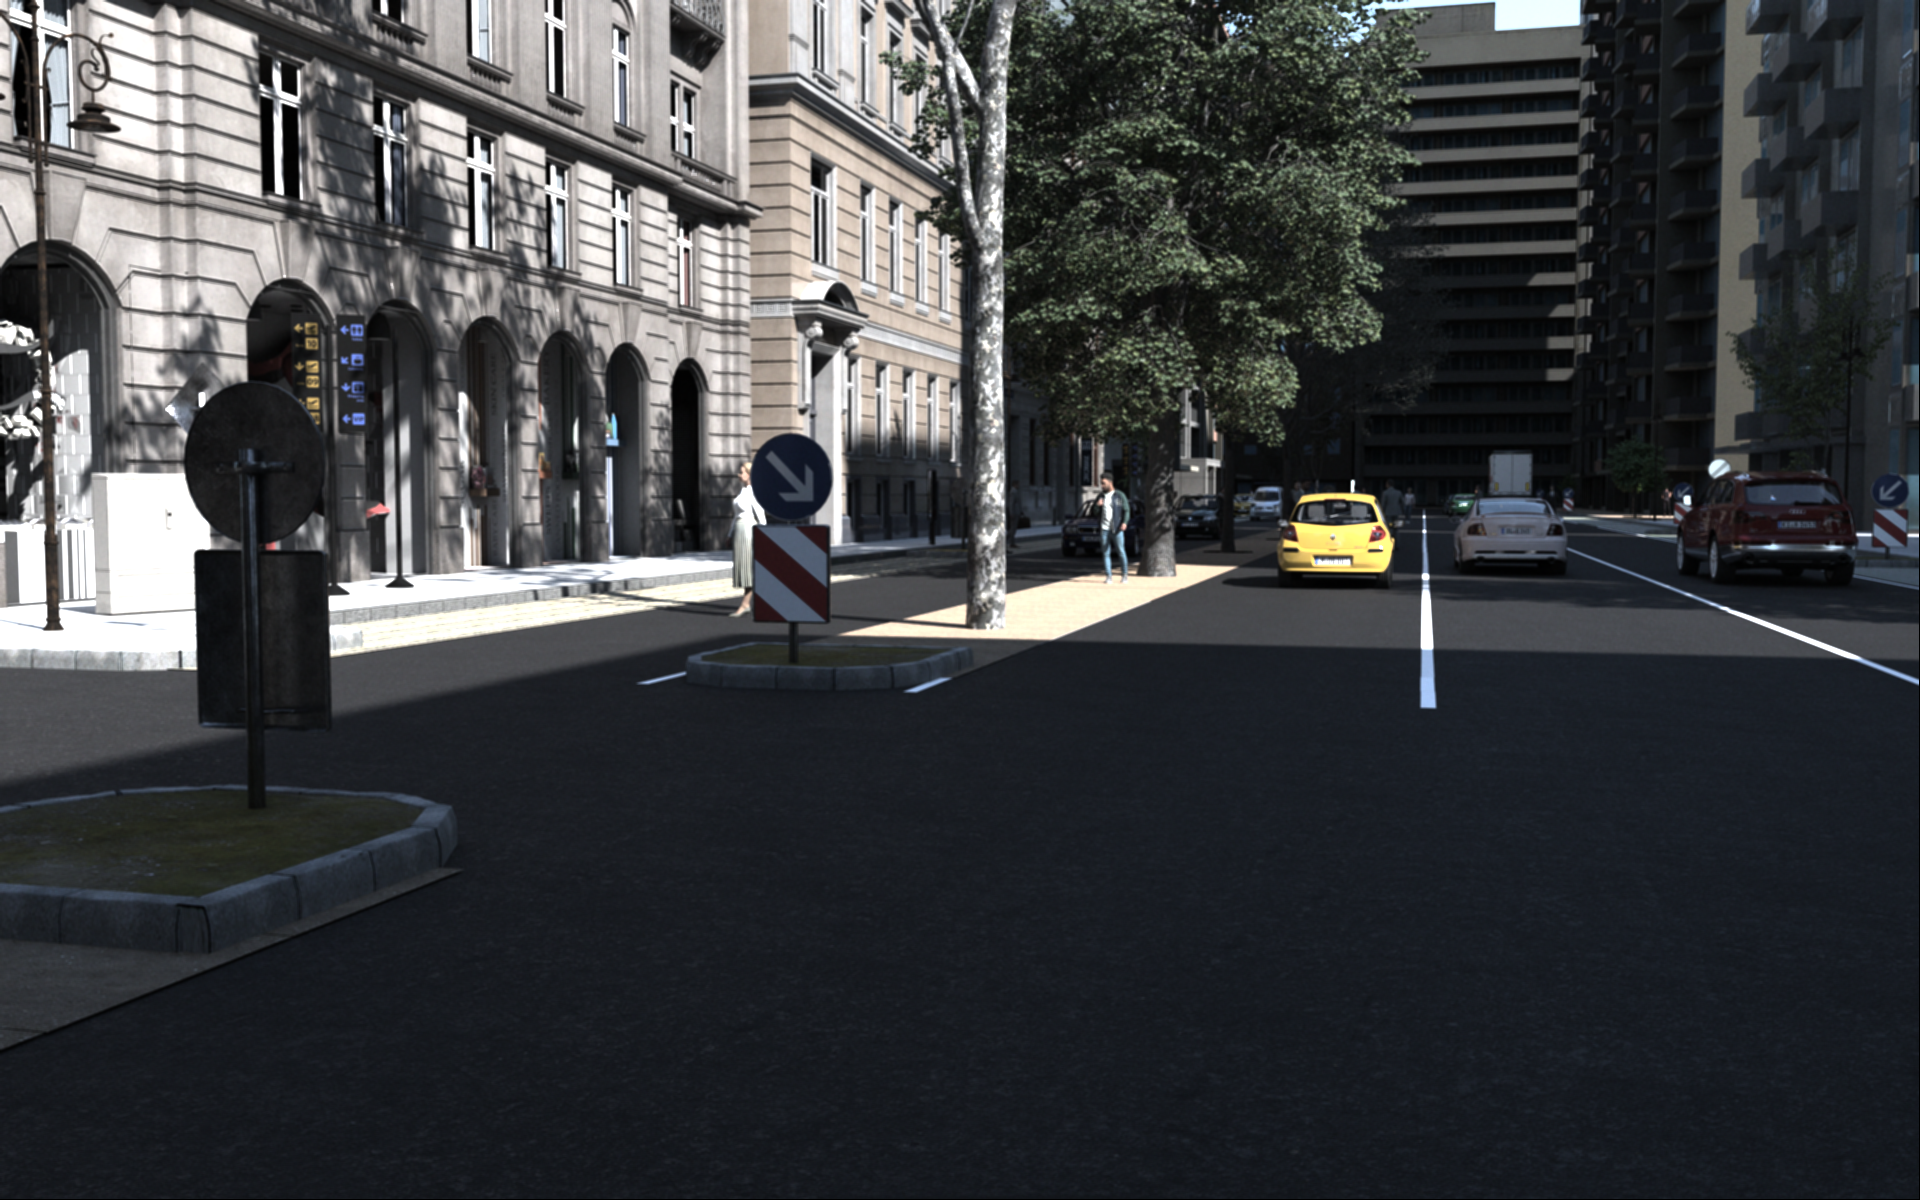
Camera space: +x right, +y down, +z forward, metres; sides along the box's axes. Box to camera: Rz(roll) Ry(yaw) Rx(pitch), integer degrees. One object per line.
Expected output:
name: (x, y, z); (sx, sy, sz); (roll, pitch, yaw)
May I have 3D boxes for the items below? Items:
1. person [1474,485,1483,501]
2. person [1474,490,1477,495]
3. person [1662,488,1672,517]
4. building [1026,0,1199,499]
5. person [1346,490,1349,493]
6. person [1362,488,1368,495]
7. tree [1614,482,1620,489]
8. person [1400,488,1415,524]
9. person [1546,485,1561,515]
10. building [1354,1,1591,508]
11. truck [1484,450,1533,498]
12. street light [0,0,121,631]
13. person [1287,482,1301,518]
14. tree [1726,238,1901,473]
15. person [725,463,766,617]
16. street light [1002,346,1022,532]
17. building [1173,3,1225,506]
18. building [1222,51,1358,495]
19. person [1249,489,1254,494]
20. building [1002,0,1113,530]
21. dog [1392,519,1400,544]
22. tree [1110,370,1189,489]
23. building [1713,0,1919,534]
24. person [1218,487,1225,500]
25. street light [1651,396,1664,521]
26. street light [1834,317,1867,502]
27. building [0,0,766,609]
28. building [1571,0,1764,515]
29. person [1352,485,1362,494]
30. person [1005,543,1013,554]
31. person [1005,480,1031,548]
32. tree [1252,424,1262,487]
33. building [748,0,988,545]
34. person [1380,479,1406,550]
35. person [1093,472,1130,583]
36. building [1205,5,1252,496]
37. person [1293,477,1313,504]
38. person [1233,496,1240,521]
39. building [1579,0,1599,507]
person: (20.883, -3.750, 69.917); (0.767, 1.812, 0.694); (0, 4, 6)
person: (32.577, -6.135, 109.523); (0.721, 1.735, 1.217); (-3, 4, -38)
person: (40.132, -5.556, 98.361); (0.593, 1.643, 0.415); (-2, 4, -26)
building: (-0.341, -31.576, 105.502); (28.713, 52.752, 27.495); (1, 4, 15)
person: (32.102, -8.199, 143.261); (1.217, 1.736, 0.721); (-2, 4, -28)
person: (23.412, -5.594, 100.521); (0.990, 1.755, 0.434); (3, 4, 37)
tree: (37.678, -6.251, 96.804); (1.663, 3.219, 1.824); (0, 3, 0)
person: (21.705, -4.578, 84.017); (0.731, 1.740, 0.598); (1, 4, 20)
person: (28.421, -4.572, 83.025); (0.659, 1.850, 0.755); (1, 4, 23)
building: (51.436, -33.752, 175.554); (21.600, 48.544, 21.300); (1, 4, 15)
truck: (36.973, -7.821, 116.786); (2.839, 4.237, 11.283); (1, 4, 15)
street light: (-8.525, -2.650, 16.111); (0.468, 5.910, 1.993); (1, 4, 15)
person: (9.248, -2.359, 47.492); (0.576, 1.772, 0.534); (1, 4, 18)
tree: (24.745, -6.097, 50.042); (4.737, 8.622, 4.395); (0, 3, 0)
person: (-2.423, -0.708, 20.297); (0.641, 1.798, 0.478); (-1, 4, -22)
street light: (1.520, -4.950, 53.723); (0.468, 5.910, 1.993); (1, 4, 15)
building: (9.519, -42.195, 128.134); (20.563, 71.187, 20.611); (1, 4, 15)
building: (33.199, -32.210, 176.740); (14.200, 45.320, 14.600); (1, 4, 15)
person: (24.203, -8.388, 144.127); (0.436, 1.711, 0.756); (2, 4, 33)
building: (-0.787, -14.347, 70.738); (11.583, 22.565, 21.152); (1, 4, 15)
dog: (11.563, -1.854, 47.148); (0.800, 0.831, 0.513); (1, 4, 17)
tree: (8.876, -8.210, 84.597); (4.737, 8.622, 4.395); (0, 3, 0)
building: (42.427, -27.161, 63.684); (23.786, 49.044, 30.456); (1, 4, 15)
person: (12.616, -4.541, 83.110); (0.532, 1.782, 0.716); (2, 4, 33)
street light: (32.994, -6.685, 82.084); (0.468, 5.910, 1.993); (1, 4, 15)
street light: (23.224, -4.435, 45.296); (0.468, 5.910, 1.993); (1, 4, 15)
building: (-13.447, -11.497, 29.779); (13.314, 21.916, 24.055); (1, 4, 15)
building: (61.132, -29.530, 137.443); (22.147, 44.769, 28.867); (1, 4, 15)
person: (16.603, -3.914, 72.516); (0.660, 1.820, 0.620); (-2, 4, -30)
person: (0.846, -2.004, 41.359); (0.850, 1.850, 0.679); (1, 4, 18)
person: (1.457, -2.284, 45.960); (0.853, 1.813, 0.709); (0, 4, 1)
tree: (27.550, -12.275, 151.065); (4.360, 8.622, 3.978); (0, 3, 0)
building: (-7.383, -16.203, 50.824); (13.634, 28.700, 20.117); (1, 4, 15)
person: (10.997, -2.172, 44.107); (0.635, 1.810, 0.391); (-1, 4, -22)
person: (2.422, -1.156, 27.748); (0.623, 1.781, 0.721); (1, 4, 12)
building: (10.713, -30.596, 154.864); (28.867, 44.769, 22.147); (1, 4, 15)
person: (7.461, -1.758, 37.420); (0.511, 1.800, 0.466); (-3, 4, -36)
person: (14.226, -5.027, 90.780); (0.705, 1.814, 1.350); (3, 5, 43)
building: (71.620, -44.673, 168.653); (20.611, 71.187, 20.563); (1, 4, 15)
